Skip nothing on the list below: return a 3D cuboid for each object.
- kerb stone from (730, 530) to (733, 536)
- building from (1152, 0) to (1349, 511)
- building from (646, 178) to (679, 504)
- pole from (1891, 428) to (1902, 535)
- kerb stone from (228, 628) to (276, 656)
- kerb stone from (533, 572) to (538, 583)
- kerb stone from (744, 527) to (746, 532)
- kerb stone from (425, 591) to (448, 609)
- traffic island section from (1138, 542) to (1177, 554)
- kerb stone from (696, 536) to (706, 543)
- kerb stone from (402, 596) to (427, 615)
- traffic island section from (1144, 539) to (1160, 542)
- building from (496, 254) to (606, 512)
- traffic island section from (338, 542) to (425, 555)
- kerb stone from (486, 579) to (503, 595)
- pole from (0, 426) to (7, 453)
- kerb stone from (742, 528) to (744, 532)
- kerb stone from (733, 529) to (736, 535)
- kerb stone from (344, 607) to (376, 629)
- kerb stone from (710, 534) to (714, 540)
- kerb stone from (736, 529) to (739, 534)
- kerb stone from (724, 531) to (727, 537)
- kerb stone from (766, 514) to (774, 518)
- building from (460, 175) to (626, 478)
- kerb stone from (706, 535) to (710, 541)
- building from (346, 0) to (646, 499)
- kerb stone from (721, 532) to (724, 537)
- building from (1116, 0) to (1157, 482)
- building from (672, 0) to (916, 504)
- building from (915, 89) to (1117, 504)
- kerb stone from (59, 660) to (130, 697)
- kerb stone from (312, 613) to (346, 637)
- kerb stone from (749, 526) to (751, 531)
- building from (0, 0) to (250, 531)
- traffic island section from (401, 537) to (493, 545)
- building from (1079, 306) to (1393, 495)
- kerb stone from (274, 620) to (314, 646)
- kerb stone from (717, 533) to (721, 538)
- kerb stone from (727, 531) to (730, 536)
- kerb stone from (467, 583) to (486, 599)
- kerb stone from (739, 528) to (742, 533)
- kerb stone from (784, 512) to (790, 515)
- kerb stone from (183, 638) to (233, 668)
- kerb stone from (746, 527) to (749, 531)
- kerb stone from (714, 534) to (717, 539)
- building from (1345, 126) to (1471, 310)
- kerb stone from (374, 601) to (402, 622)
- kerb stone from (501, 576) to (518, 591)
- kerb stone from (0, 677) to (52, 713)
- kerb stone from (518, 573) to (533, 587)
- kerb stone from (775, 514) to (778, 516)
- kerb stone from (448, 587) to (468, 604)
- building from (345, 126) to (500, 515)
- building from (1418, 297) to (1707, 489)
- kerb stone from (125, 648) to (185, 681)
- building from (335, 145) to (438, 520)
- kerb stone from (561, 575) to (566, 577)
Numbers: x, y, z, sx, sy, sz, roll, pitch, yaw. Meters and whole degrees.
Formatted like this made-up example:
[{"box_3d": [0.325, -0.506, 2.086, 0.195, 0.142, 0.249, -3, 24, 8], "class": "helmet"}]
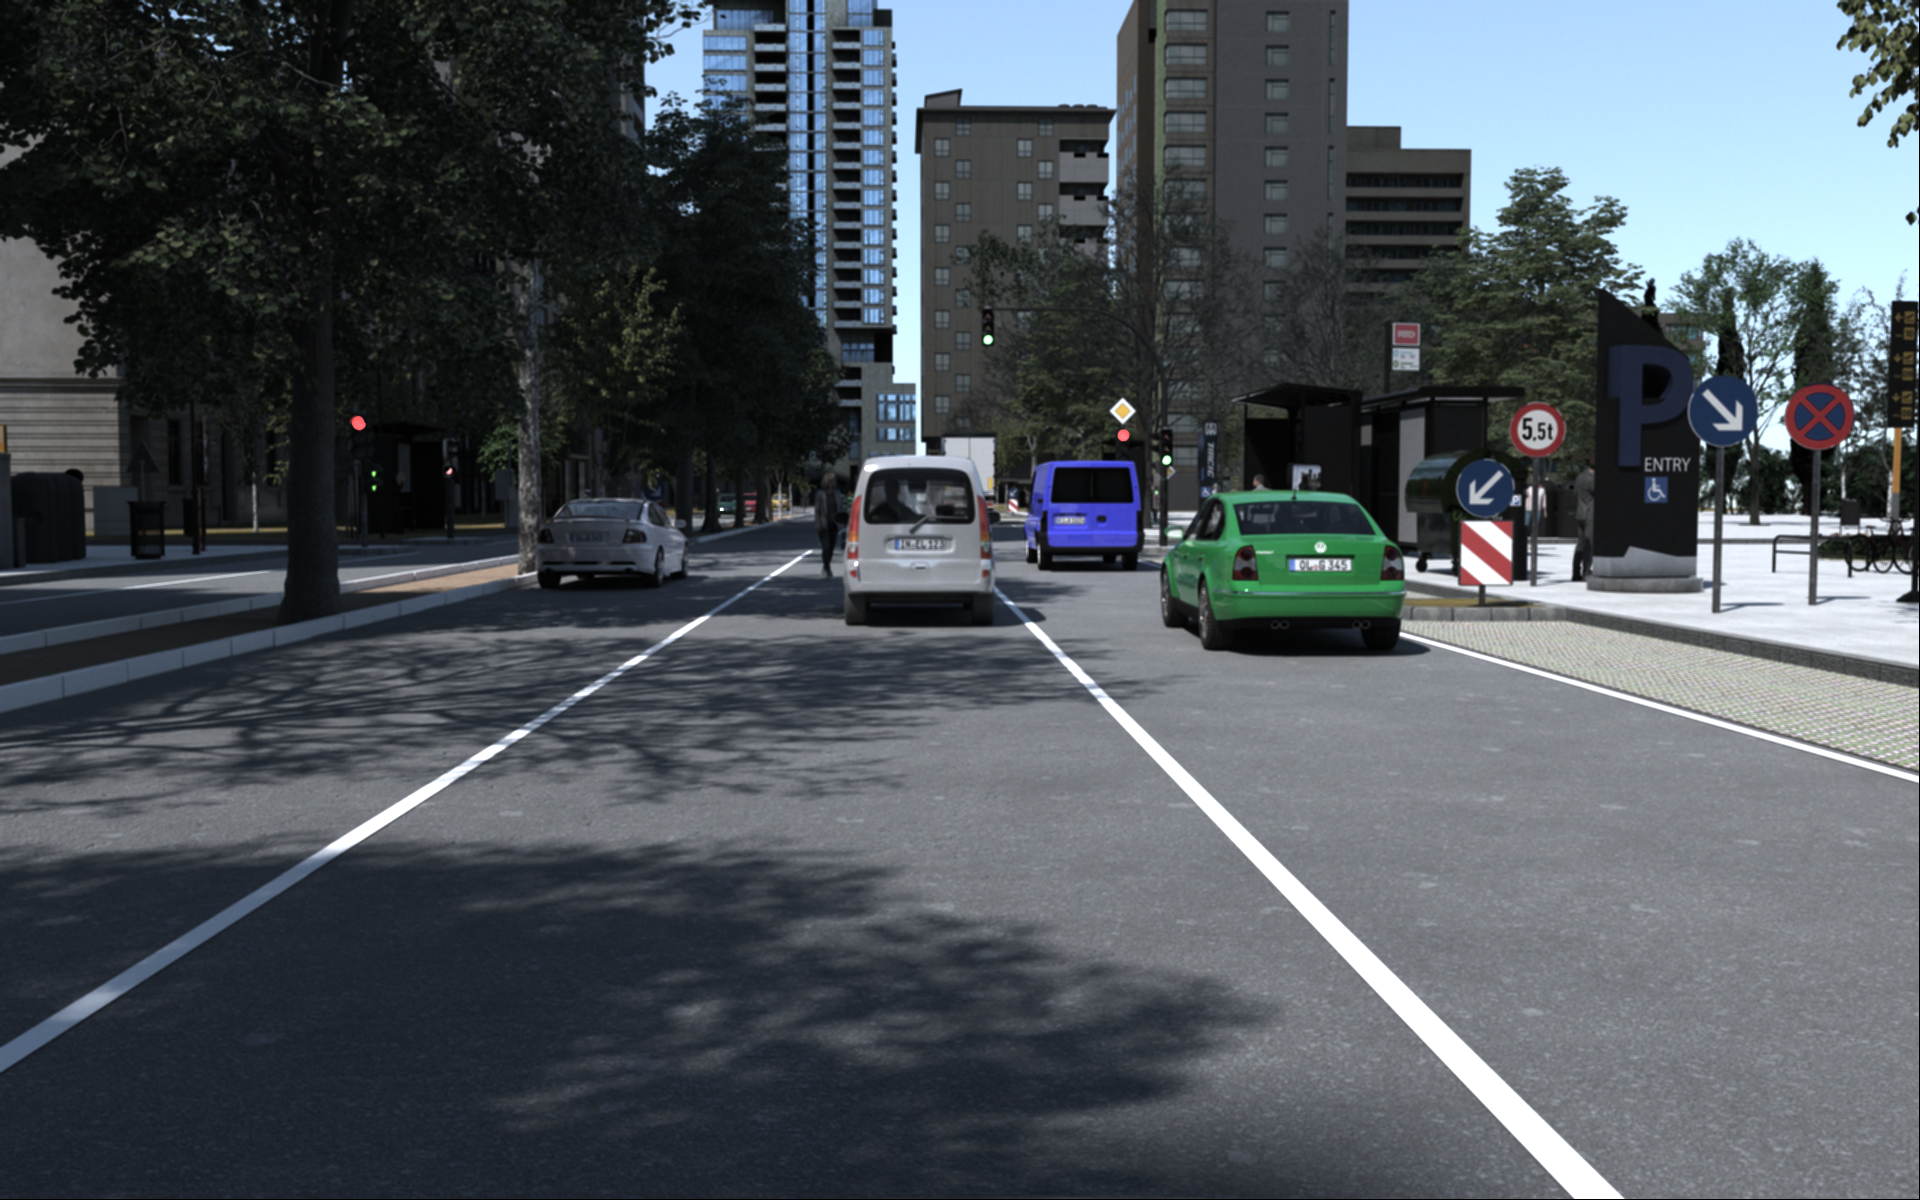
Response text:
[{"box_3d": [-7.965, -2.273, 59.353, 0.120, 0.150, 1.000, 0, 4, -2], "class": "kerb stone"}, {"box_3d": [22.360, -27.835, 138.693, 14.154, 41.232, 14.086, 0, 4, -2], "class": "building"}, {"box_3d": [-44.105, -33.140, 225.437, 14.086, 41.232, 14.154, 0, 4, -2], "class": "building"}, {"box_3d": [22.357, -2.905, 41.339, 0.158, 3.312, 0.155, 0, 3, 0], "class": "pole"}, {"box_3d": [-6.495, 0.393, 15.768, 0.120, 0.150, 1.000, 0, 4, -2], "class": "kerb stone"}, {"box_3d": [-6.914, -0.359, 28.072, 0.120, 0.150, 1.000, 0, 4, -2], "class": "kerb stone"}, {"box_3d": [-8.150, -2.585, 64.466, 0.120, 0.150, 1.000, 0, 4, -2], "class": "kerb stone"}, {"box_3d": [-6.705, 0.017, 21.911, 0.120, 0.150, 1.000, 0, 4, -2], "class": "kerb stone"}, {"box_3d": [5.013, -1.240, 42.559, 2.009, 0.180, 2.903, 0, 4, -2], "class": "traffic island section"}, {"box_3d": [-7.691, -1.772, 51.165, 0.120, 0.150, 1.000, 0, 4, -2], "class": "kerb stone"}, {"box_3d": [-6.659, 0.080, 20.882, 0.120, 0.150, 1.000, 0, 4, -2], "class": "kerb stone"}, {"box_3d": [4.742, -1.728, 50.540, 2.009, 0.180, 2.903, 0, 4, -2], "class": "traffic island section"}, {"box_3d": [-44.827, -17.977, 138.969, 27.650, 21.520, 28.899, 0, 4, -2], "class": "building"}, {"box_3d": [-14.418, -1.200, 41.908, 2.009, 0.180, 2.903, 0, 4, -2], "class": "traffic island section"}, {"box_3d": [-6.806, -0.165, 24.991, 0.120, 0.150, 1.000, 0, 4, -2], "class": "kerb stone"}, {"box_3d": [-28.460, -3.532, 51.587, 0.158, 3.312, 0.155, 0, 3, 0], "class": "pole"}, {"box_3d": [-8.108, -2.523, 63.445, 0.120, 0.150, 1.000, 0, 4, -2], "class": "kerb stone"}, {"box_3d": [-8.002, -2.335, 60.375, 0.120, 0.150, 1.000, 0, 4, -2], "class": "kerb stone"}, {"box_3d": [-6.594, 0.205, 18.838, 0.120, 0.150, 1.000, 0, 4, -2], "class": "kerb stone"}, {"box_3d": [-7.760, -1.897, 53.216, 0.120, 0.150, 1.000, 0, 4, -2], "class": "kerb stone"}, {"box_3d": [-8.041, -2.393, 61.400, 0.120, 0.150, 1.000, 0, 4, -2], "class": "kerb stone"}, {"box_3d": [-7.905, -2.148, 57.309, 0.120, 0.150, 1.000, 0, 4, -2], "class": "kerb stone"}, {"box_3d": [-11.674, -5.151, 106.420, 0.120, 0.150, 1.000, 0, 4, -2], "class": "kerb stone"}, {"box_3d": [-39.249, -23.782, 160.539, 14.160, 30.474, 14.107, 0, 4, -2], "class": "building"}, {"box_3d": [-7.723, -1.834, 52.186, 0.120, 0.150, 1.000, 0, 4, -2], "class": "kerb stone"}, {"box_3d": [-46.965, -38.896, 177.954, 28.212, 58.520, 21.231, 0, 4, -2], "class": "building"}, {"box_3d": [-7.864, -2.077, 56.283, 0.120, 0.150, 1.000, 0, 4, -2], "class": "kerb stone"}, {"box_3d": [21.556, -30.782, 153.396, 14.600, 45.320, 14.200, 0, 4, -2], "class": "building"}, {"box_3d": [-21.445, -56.041, 228.946, 31.000, 86.520, 22.319, 0, 4, -2], "class": "building"}, {"box_3d": [7.786, -39.451, 234.262, 27.495, 52.752, 28.713, 0, 4, -2], "class": "building"}, {"box_3d": [-6.387, 0.581, 12.694, 0.120, 0.150, 1.000, 0, 4, -2], "class": "kerb stone"}, {"box_3d": [-6.565, 0.270, 17.812, 0.120, 0.150, 1.000, 0, 4, -2], "class": "kerb stone"}, {"box_3d": [-8.220, -2.707, 66.532, 0.120, 0.150, 1.000, 0, 4, -2], "class": "kerb stone"}, {"box_3d": [-34.802, -14.288, 69.762, 11.583, 22.565, 21.152, 0, 4, -2], "class": "building"}, {"box_3d": [-14.688, -1.689, 49.889, 2.009, 0.180, 2.903, 0, 4, -2], "class": "traffic island section"}, {"box_3d": [27.473, -20.298, 176.908, 27.650, 21.520, 28.899, 0, 4, -2], "class": "building"}, {"box_3d": [-6.521, 0.332, 16.791, 0.120, 0.150, 1.000, 0, 4, -2], "class": "kerb stone"}, {"box_3d": [-7.827, -2.018, 55.261, 0.120, 0.150, 1.000, 0, 4, -2], "class": "kerb stone"}, {"box_3d": [-7.940, -2.210, 58.331, 0.120, 0.150, 1.000, 0, 4, -2], "class": "kerb stone"}, {"box_3d": [-6.776, -0.108, 23.969, 0.120, 0.150, 1.000, 0, 4, -2], "class": "kerb stone"}, {"box_3d": [-8.070, -2.460, 62.423, 0.120, 0.150, 1.000, 0, 4, -2], "class": "kerb stone"}, {"box_3d": [-12.152, -6.028, 120.757, 0.120, 0.150, 1.000, 0, 4, -2], "class": "kerb stone"}, {"box_3d": [-6.462, 0.459, 14.742, 0.120, 0.150, 1.000, 0, 4, -2], "class": "kerb stone"}, {"box_3d": [-8.183, -2.644, 65.503, 0.120, 0.150, 1.000, 0, 4, -2], "class": "kerb stone"}, {"box_3d": [-7.795, -1.960, 54.237, 0.120, 0.150, 1.000, 0, 4, -2], "class": "kerb stone"}, {"box_3d": [54.062, -37.167, 231.375, 21.600, 48.544, 21.300, 0, 4, -2], "class": "building"}, {"box_3d": [-6.633, 0.144, 19.859, 0.120, 0.150, 1.000, 0, 4, -2], "class": "kerb stone"}, {"box_3d": [-6.842, -0.233, 26.012, 0.120, 0.150, 1.000, 0, 4, -2], "class": "kerb stone"}, {"box_3d": [-6.352, 0.644, 11.673, 0.120, 0.150, 1.000, 0, 4, -2], "class": "kerb stone"}, {"box_3d": [-6.873, -0.293, 27.044, 0.120, 0.150, 1.000, 0, 4, -2], "class": "kerb stone"}, {"box_3d": [-11.875, -5.522, 112.574, 0.120, 0.150, 1.000, 0, 4, -2], "class": "kerb stone"}, {"box_3d": [-6.735, -0.045, 22.933, 0.120, 0.150, 1.000, 0, 4, -2], "class": "kerb stone"}, {"box_3d": [-37.238, -17.099, 109.248, 12.332, 23.373, 15.834, 0, 4, -2], "class": "building"}, {"box_3d": [56.239, -20.407, 178.688, 28.899, 21.520, 27.650, 0, 4, -2], "class": "building"}, {"box_3d": [-6.426, 0.519, 13.715, 0.120, 0.150, 1.000, 0, 4, -2], "class": "kerb stone"}, {"box_3d": [-35.207, -15.579, 90.872, 11.583, 22.565, 21.152, 0, 4, -2], "class": "building"}, {"box_3d": [-7.017, -0.547, 31.146, 0.120, 0.150, 1.000, 0, 4, -2], "class": "kerb stone"}]
